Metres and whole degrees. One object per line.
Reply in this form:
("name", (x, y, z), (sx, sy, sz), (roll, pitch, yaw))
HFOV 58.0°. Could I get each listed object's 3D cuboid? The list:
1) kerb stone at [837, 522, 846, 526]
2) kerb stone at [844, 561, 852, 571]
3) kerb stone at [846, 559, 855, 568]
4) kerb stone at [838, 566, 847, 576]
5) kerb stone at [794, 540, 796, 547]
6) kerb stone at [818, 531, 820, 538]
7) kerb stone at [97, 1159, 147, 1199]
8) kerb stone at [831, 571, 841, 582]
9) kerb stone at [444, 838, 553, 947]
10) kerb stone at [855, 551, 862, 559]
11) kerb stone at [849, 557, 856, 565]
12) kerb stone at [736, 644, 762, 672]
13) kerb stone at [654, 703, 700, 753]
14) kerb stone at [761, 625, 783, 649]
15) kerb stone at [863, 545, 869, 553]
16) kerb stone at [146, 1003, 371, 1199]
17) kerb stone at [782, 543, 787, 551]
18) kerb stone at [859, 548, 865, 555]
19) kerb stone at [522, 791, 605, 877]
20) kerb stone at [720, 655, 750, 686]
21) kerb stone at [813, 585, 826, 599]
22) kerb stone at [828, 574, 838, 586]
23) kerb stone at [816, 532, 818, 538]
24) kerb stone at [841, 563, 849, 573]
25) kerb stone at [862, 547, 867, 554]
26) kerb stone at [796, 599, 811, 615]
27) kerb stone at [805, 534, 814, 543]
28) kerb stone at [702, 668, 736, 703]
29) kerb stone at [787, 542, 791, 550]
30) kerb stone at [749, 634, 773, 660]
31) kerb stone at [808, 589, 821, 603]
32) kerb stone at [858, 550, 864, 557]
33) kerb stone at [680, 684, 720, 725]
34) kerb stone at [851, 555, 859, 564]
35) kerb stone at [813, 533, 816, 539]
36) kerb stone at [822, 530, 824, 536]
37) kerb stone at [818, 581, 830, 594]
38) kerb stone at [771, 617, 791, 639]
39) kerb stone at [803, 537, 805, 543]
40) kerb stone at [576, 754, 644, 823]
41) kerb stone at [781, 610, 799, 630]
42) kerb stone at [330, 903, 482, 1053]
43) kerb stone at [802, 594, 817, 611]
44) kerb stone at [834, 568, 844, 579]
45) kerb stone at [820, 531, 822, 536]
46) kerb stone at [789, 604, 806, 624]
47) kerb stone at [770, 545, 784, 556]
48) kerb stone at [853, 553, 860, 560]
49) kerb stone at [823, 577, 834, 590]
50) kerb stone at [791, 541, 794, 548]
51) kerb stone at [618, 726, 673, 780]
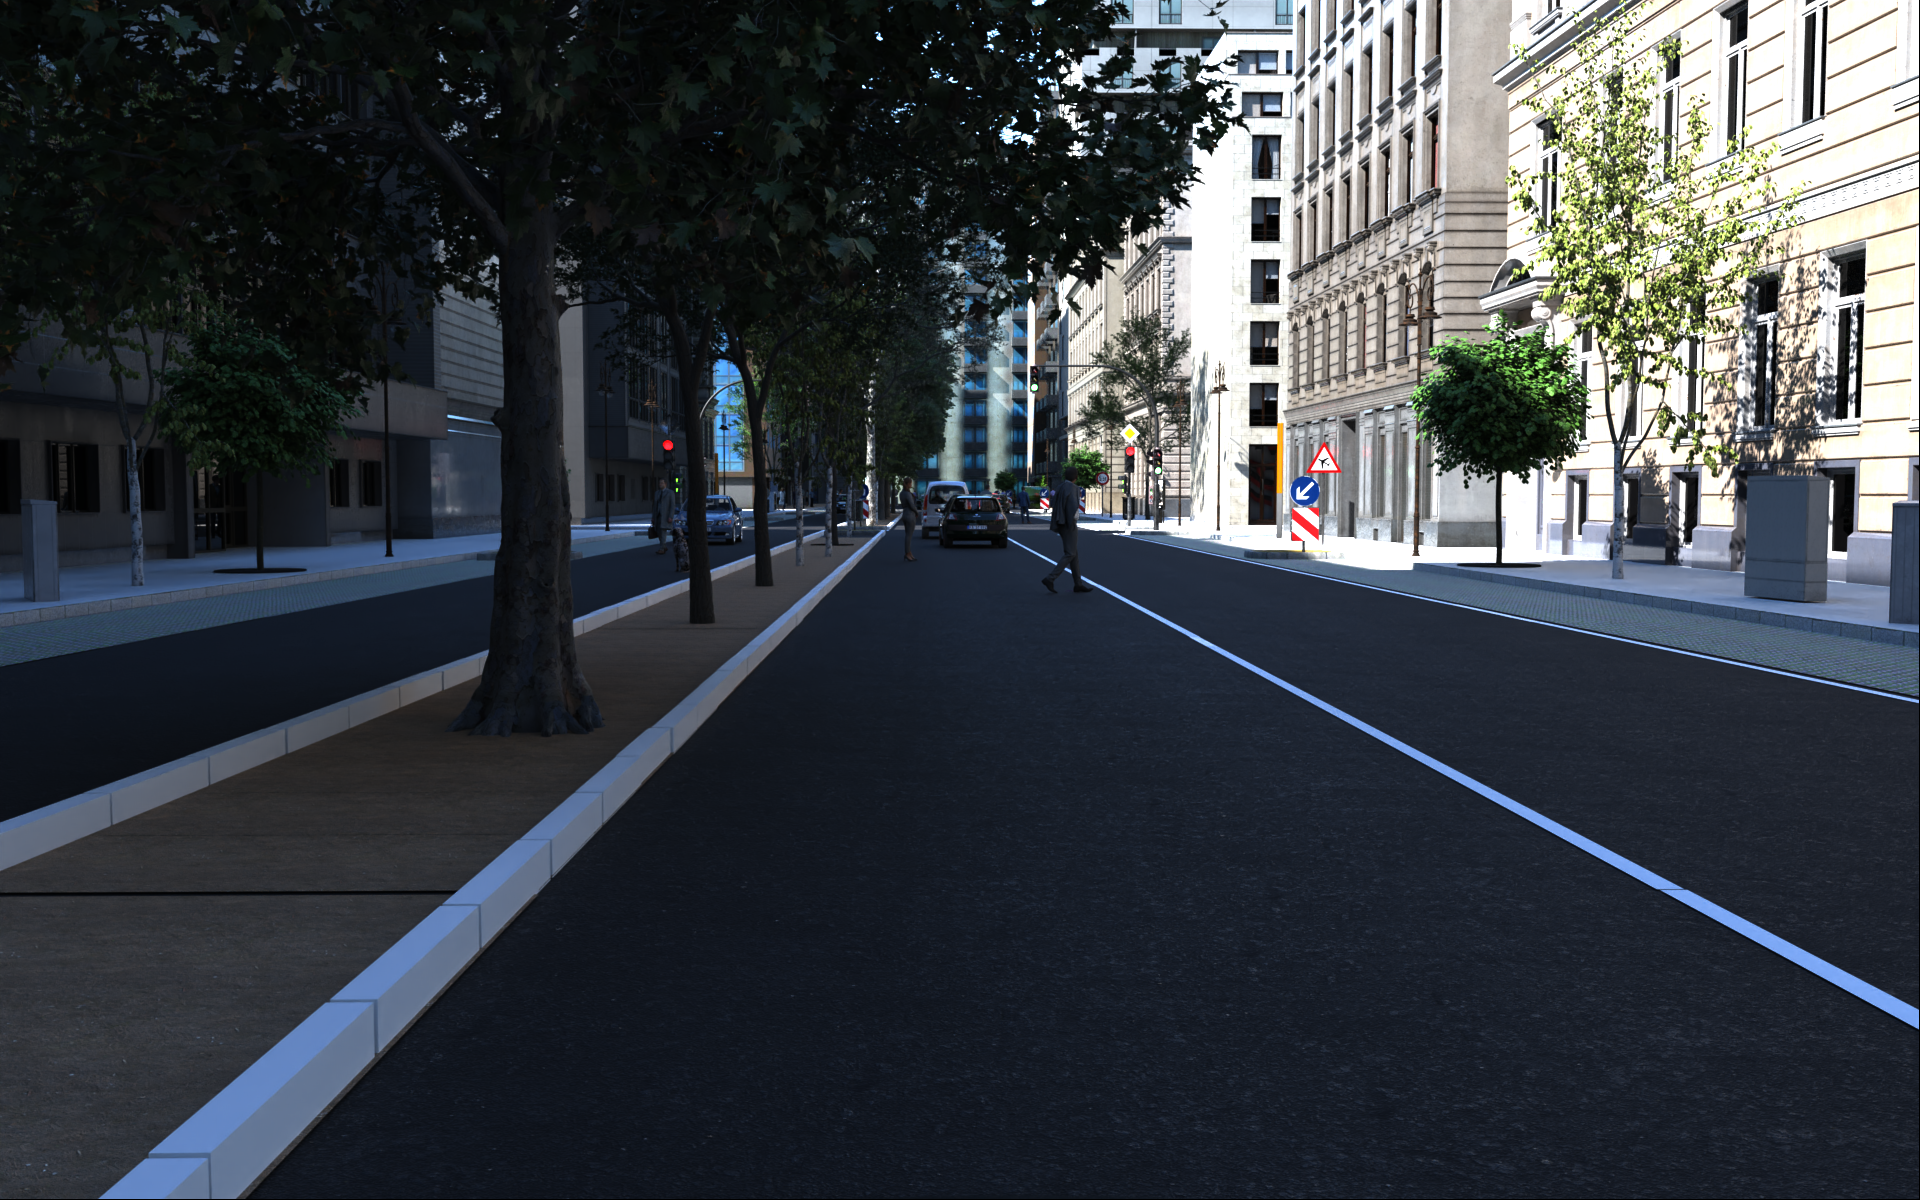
("kerb stone", (-5.077, -3.172, 74.062), (0.120, 0.150, 1.000), (0, 4, -1))
("kerb stone", (-2.098, -0.569, 31.555), (0.120, 0.150, 1.000), (0, 4, -1))
("kerb stone", (-2.111, -0.632, 32.582), (0.120, 0.150, 1.000), (0, 4, -1))
("kerb stone", (-2.059, -0.447, 29.504), (0.120, 0.150, 1.000), (0, 4, -1))
("kerb stone", (-4.491, -1.445, 45.881), (0.120, 0.150, 1.000), (0, 4, -1))
("kerb stone", (-4.702, -2.075, 56.115), (0.120, 0.150, 1.000), (0, 4, -1))
("kerb stone", (-1.502, 1.183, 2.850), (0.120, 0.150, 1.000), (0, 4, -1))
("kerb stone", (-2.011, -0.321, 27.452), (0.120, 0.150, 1.000), (0, 4, -1))
("kerb stone", (-1.569, 0.995, 5.923), (0.120, 0.150, 1.000), (0, 4, -1))
("kerb stone", (-2.205, -0.886, 36.689), (0.120, 0.150, 1.000), (0, 4, -1))
("kerb stone", (-2.141, -0.698, 33.607), (0.120, 0.150, 1.000), (0, 4, -1))
("kerb stone", (-1.740, 0.496, 14.124), (0.120, 0.150, 1.000), (0, 4, -1))
("kerb stone", (-1.647, 0.744, 10.030), (0.120, 0.150, 1.000), (0, 4, -1))
("kerb stone", (-1.777, 0.369, 16.167), (0.120, 0.150, 1.000), (0, 4, -1))
("kerb stone", (-2.290, -1.136, 40.776), (0.120, 0.150, 1.000), (0, 4, -1))
("kerb stone", (-1.529, 1.121, 3.874), (0.120, 0.150, 1.000), (0, 4, -1))
("kerb stone", (-4.429, -1.261, 42.806), (0.120, 0.150, 1.000), (0, 4, -1))
("kerb stone", (-2.248, -1.010, 38.733), (0.120, 0.150, 1.000), (0, 4, -1))
("kerb stone", (-1.591, 0.936, 6.957), (0.120, 0.150, 1.000), (0, 4, -1))
("kerb stone", (-1.722, 0.556, 13.101), (0.120, 0.150, 1.000), (0, 4, -1))
("kerb stone", (-1.935, -0.067, 23.347), (0.120, 0.150, 1.000), (0, 4, -1))
("kerb stone", (-1.993, -0.259, 26.430), (0.120, 0.150, 1.000), (0, 4, -1))
("kerb stone", (-4.684, -2.012, 55.093), (0.120, 0.150, 1.000), (0, 4, -1))
("kerb stone", (-2.081, -0.509, 30.526), (0.120, 0.150, 1.000), (0, 4, -1))
("kerb stone", (-2.275, -1.071, 39.755), (0.120, 0.150, 1.000), (0, 4, -1))
("kerb stone", (-1.866, 0.118, 20.267), (0.120, 0.150, 1.000), (0, 4, -1))
("kerb stone", (-4.643, -1.884, 53.046), (0.120, 0.150, 1.000), (0, 4, -1))
("kerb stone", (-1.696, 0.620, 12.079), (0.120, 0.150, 1.000), (0, 4, -1))
("kerb stone", (-4.451, -1.324, 43.836), (0.120, 0.150, 1.000), (0, 4, -1))
("kerb stone", (-1.759, 0.431, 15.145), (0.120, 0.150, 1.000), (0, 4, -1))
("kerb stone", (-1.909, -0.003, 22.325), (0.120, 0.150, 1.000), (0, 4, -1))
("kerb stone", (-2.234, -0.947, 37.711), (0.120, 0.150, 1.000), (0, 4, -1))
("kerb stone", (-1.669, 0.681, 11.057), (0.120, 0.150, 1.000), (0, 4, -1))
("kerb stone", (-2.157, -0.762, 34.646), (0.120, 0.150, 1.000), (0, 4, -1))
("kerb stone", (-4.661, -1.949, 54.067), (0.120, 0.150, 1.000), (0, 4, -1))
("kerb stone", (-4.750, -2.197, 58.160), (0.120, 0.150, 1.000), (0, 4, -1))
("kerb stone", (-1.951, -0.133, 24.370), (0.120, 0.150, 1.000), (0, 4, -1))
("kerb stone", (-1.799, 0.306, 17.189), (0.120, 0.150, 1.000), (0, 4, -1))
("kerb stone", (-4.556, -1.636, 48.946), (0.120, 0.150, 1.000), (0, 4, -1))
("kerb stone", (-1.612, 0.872, 7.982), (0.120, 0.150, 1.000), (0, 4, -1))
("kerb stone", (-1.822, 0.243, 18.221), (0.120, 0.150, 1.000), (0, 4, -1))
("kerb stone", (-1.550, 1.058, 4.901), (0.120, 0.150, 1.000), (0, 4, -1))
("kerb stone", (-1.886, 0.055, 21.293), (0.120, 0.150, 1.000), (0, 4, -1))
("kerb stone", (-2.029, -0.383, 28.474), (0.120, 0.150, 1.000), (0, 4, -1))
("kerb stone", (-4.726, -2.133, 57.137), (0.120, 0.150, 1.000), (0, 4, -1))
("kerb stone", (-1.838, 0.181, 19.243), (0.120, 0.150, 1.000), (0, 4, -1))
("kerb stone", (-4.416, -1.198, 41.775), (0.120, 0.150, 1.000), (0, 4, -1))
("kerb stone", (-2.184, -0.824, 35.668), (0.120, 0.150, 1.000), (0, 4, -1))
("kerb stone", (-1.969, -0.196, 25.397), (0.120, 0.150, 1.000), (0, 4, -1))
("kerb stone", (-4.471, -1.386, 44.859), (0.120, 0.150, 1.000), (0, 4, -1))
("kerb stone", (-1.640, 0.809, 9.008), (0.120, 0.150, 1.000), (0, 4, -1))
